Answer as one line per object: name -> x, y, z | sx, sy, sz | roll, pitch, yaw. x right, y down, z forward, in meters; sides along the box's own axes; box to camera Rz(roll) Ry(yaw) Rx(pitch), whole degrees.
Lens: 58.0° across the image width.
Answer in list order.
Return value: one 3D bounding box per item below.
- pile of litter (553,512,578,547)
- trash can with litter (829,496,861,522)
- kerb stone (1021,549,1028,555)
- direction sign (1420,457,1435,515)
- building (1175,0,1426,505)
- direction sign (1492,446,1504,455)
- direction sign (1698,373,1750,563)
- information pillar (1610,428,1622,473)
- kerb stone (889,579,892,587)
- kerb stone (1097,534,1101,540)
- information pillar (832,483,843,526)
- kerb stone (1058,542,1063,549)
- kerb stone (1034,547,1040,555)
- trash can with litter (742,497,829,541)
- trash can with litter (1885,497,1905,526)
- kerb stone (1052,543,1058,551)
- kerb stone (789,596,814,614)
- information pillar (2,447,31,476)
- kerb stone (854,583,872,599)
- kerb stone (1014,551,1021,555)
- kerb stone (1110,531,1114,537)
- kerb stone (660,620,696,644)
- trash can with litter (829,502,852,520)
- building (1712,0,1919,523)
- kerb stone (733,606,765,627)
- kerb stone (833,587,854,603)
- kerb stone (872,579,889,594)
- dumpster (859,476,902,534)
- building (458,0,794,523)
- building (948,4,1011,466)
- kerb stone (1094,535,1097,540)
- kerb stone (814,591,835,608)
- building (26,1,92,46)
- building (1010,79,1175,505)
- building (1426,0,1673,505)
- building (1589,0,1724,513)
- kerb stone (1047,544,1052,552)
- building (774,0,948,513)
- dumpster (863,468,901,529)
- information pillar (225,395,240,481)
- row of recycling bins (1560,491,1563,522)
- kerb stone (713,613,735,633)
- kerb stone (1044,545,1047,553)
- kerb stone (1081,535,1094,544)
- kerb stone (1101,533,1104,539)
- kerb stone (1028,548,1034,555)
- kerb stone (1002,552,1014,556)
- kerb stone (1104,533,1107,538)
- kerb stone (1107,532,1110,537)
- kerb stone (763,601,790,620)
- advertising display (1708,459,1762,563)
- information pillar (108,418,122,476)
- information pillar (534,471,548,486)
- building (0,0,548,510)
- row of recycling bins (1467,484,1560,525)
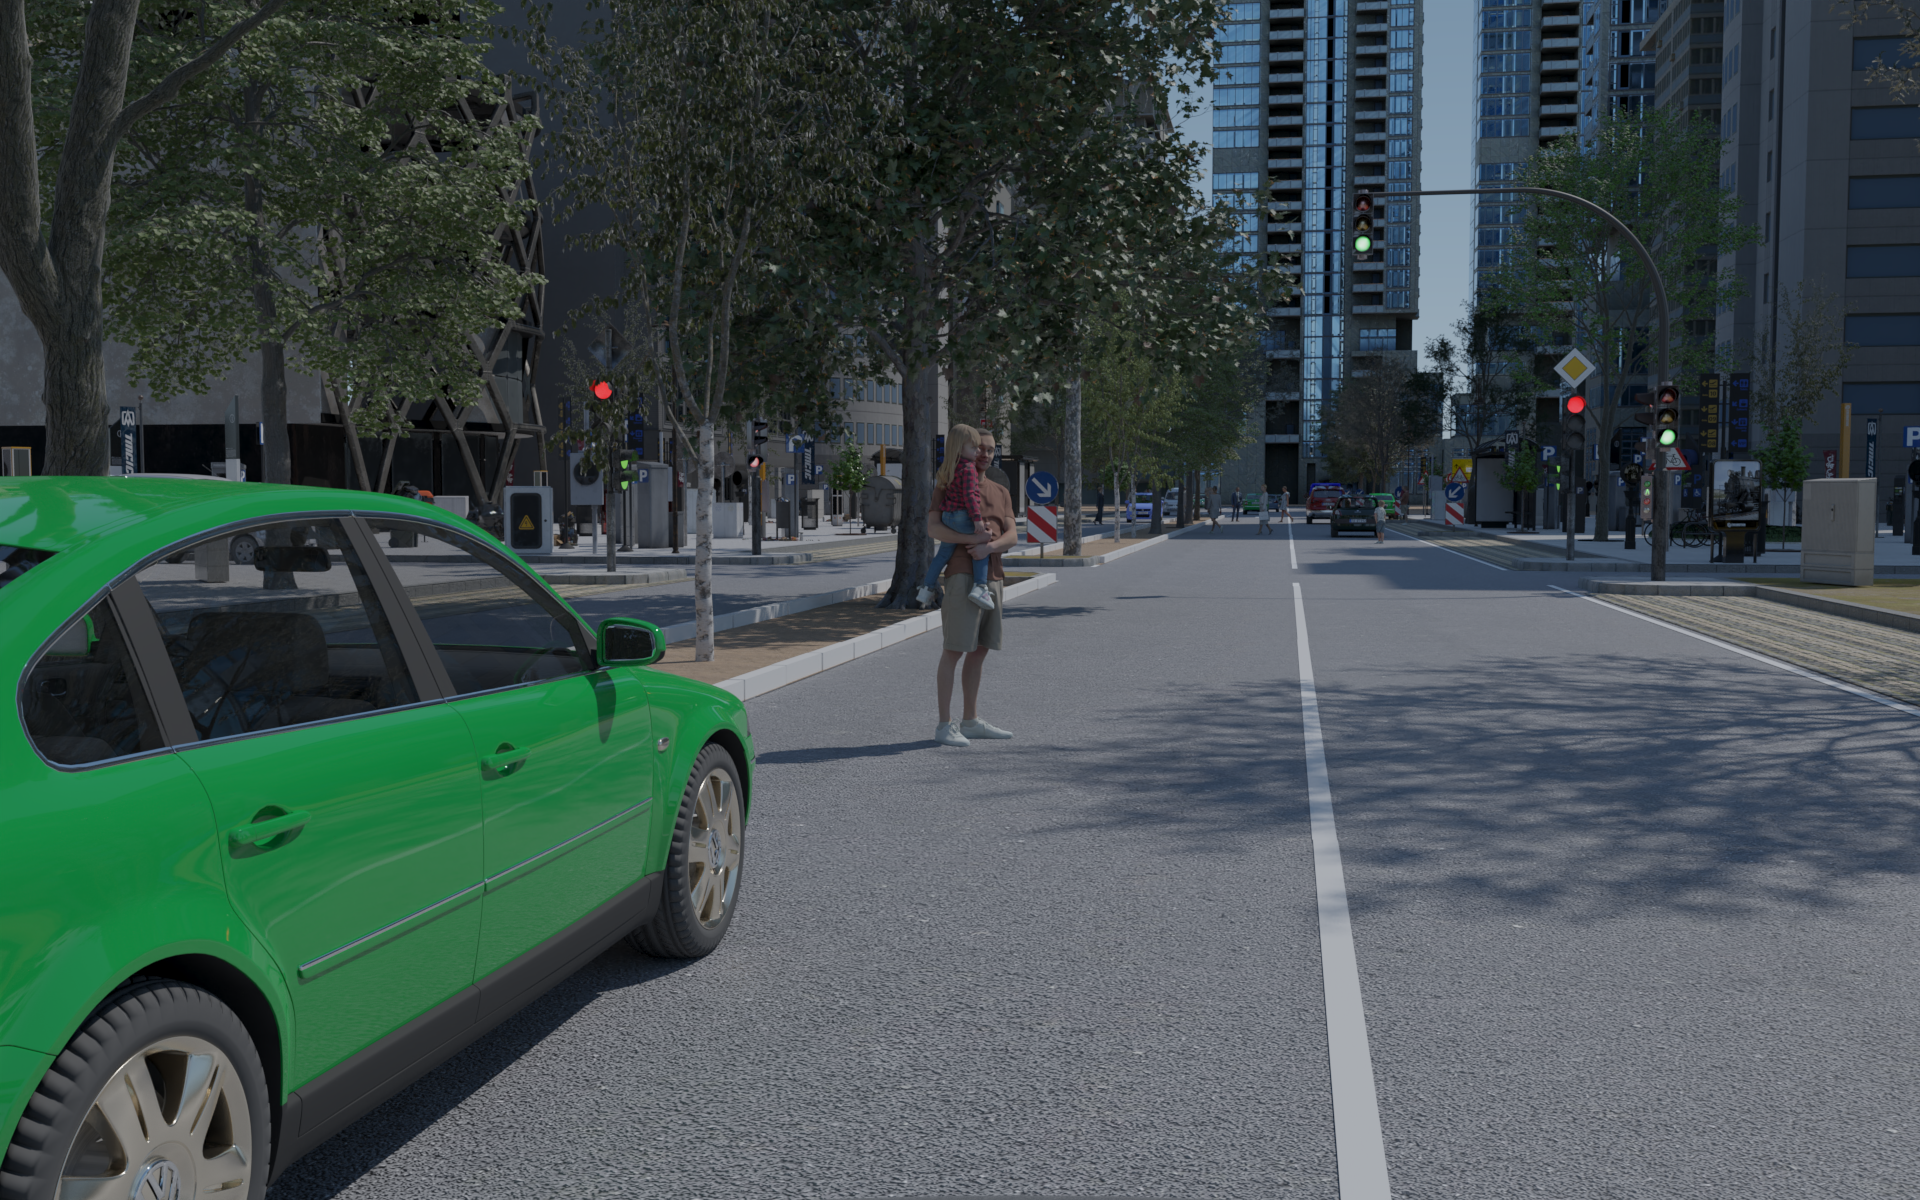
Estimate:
pile of litter -> -10.007, -1.776, 43.003 | 1.176, 0.858, 1.719 | 0, 4, 4
trash can with litter -> -5.691, -4.218, 80.026 | 1.678, 1.210, 2.233 | -3, 4, -38
kerb stone -> 1.322, -0.997, 38.564 | 0.120, 0.150, 1.000 | 1, 4, 11
direction sign -> 28.557, -6.961, 105.807 | 0.876, 3.537, 0.379 | 0, 4, 1
building -> 42.980, -55.034, 212.476 | 31.000, 86.520, 22.319 | 1, 4, 11
direction sign -> 25.259, -5.473, 81.486 | 0.876, 3.537, 0.379 | -2, 4, -31
direction sign -> 14.315, -2.478, 32.510 | 0.876, 3.537, 0.379 | 1, 4, 10
information pillar -> 23.410, -4.312, 61.857 | 0.183, 3.616, 0.504 | -1, 4, -22
kerb stone -> -1.042, -0.229, 25.964 | 0.120, 0.150, 1.000 | 1, 4, 11
kerb stone -> 4.171, -1.925, 53.667 | 0.120, 0.150, 1.000 | 1, 4, 11
information pillar -> -4.868, -3.929, 68.724 | 0.304, 2.012, 0.304 | 3, 4, 39
kerb stone -> 2.468, -1.365, 44.596 | 0.120, 0.150, 1.000 | 1, 4, 11
kerb stone -> 1.706, -1.124, 40.573 | 0.120, 0.150, 1.000 | 1, 4, 11
trash can with litter -> -5.059, -2.243, 47.738 | 2.233, 1.210, 1.678 | 3, 5, 42
trash can with litter -> 37.584, -3.538, 69.237 | 1.055, 1.170, 0.624 | 2, 4, 28
kerb stone -> 2.276, -1.309, 43.591 | 0.120, 0.150, 1.000 | 1, 4, 11
kerb stone -> -1.989, 0.078, 20.928 | 0.120, 0.150, 1.000 | 1, 4, 11
information pillar -> -14.789, -1.389, 27.200 | 0.304, 2.012, 0.304 | 2, 4, 35
kerb stone -> -1.426, -0.106, 23.950 | 0.120, 0.150, 1.000 | 1, 4, 11
kerb stone -> 1.134, -0.940, 37.559 | 0.120, 0.150, 1.000 | 1, 4, 11
kerb stone -> 4.939, -2.169, 57.704 | 0.120, 0.150, 1.000 | 1, 4, 11
kerb stone -> -2.752, 0.324, 16.896 | 0.120, 0.150, 1.000 | 1, 4, 11
trash can with litter -> -5.900, -4.535, 85.529 | 1.055, 1.170, 0.624 | -3, 4, -37
building -> 50.203, -33.353, 87.318 | 21.231, 58.520, 28.212 | 1, 4, 11
kerb stone -> -2.369, 0.200, 18.920 | 0.120, 0.150, 1.000 | 1, 4, 11
kerb stone -> -1.613, -0.043, 22.945 | 0.120, 0.150, 1.000 | 1, 4, 11
kerb stone -> -1.230, -0.169, 24.955 | 0.120, 0.150, 1.000 | 1, 4, 11
dumpster -> -2.504, -3.093, 56.335 | 1.264, 1.857, 1.865 | 1, 4, 11
building -> -18.192, -17.996, 87.734 | 14.314, 27.812, 24.014 | 1, 4, 11
building -> -7.186, -33.131, 165.400 | 21.600, 48.544, 21.300 | 1, 4, 11
kerb stone -> 3.983, -1.863, 52.662 | 0.120, 0.150, 1.000 | 1, 4, 11
kerb stone -> -1.808, 0.024, 21.942 | 0.120, 0.150, 1.000 | 1, 4, 11
building -> -53.775, -16.155, 68.653 | 34.151, 26.468, 19.350 | 1, 4, 11
building -> 14.832, -38.705, 222.063 | 27.495, 52.752, 28.713 | 1, 4, 11
building -> 73.360, -54.656, 206.301 | 31.000, 86.520, 22.319 | 1, 4, 11
building -> 61.862, -26.153, 119.483 | 32.217, 40.220, 23.993 | 1, 4, 11
kerb stone -> 2.085, -1.243, 42.587 | 0.120, 0.150, 1.000 | 1, 4, 11
building -> -13.887, -35.841, 127.999 | 21.231, 58.520, 28.212 | 1, 4, 11
dumpster -> -2.818, -3.816, 64.889 | 1.502, 2.255, 1.985 | 1, 4, 11
information pillar -> -17.234, -3.041, 41.081 | 0.504, 3.616, 0.183 | 3, 4, 37
row of recycling bins -> 27.665, -4.481, 80.383 | 1.069, 1.692, 3.534 | 0, 4, -7
kerb stone -> -2.570, 0.262, 17.918 | 0.120, 0.150, 1.000 | 1, 4, 11
kerb stone -> 1.891, -1.186, 41.583 | 0.120, 0.150, 1.000 | 1, 4, 11
kerb stone -> 3.802, -1.802, 51.656 | 0.120, 0.150, 1.000 | 1, 4, 11
kerb stone -> 4.364, -1.987, 54.684 | 0.120, 0.150, 1.000 | 1, 4, 11
kerb stone -> 1.511, -1.063, 39.569 | 0.120, 0.150, 1.000 | 1, 4, 11
kerb stone -> 0.943, -0.878, 36.555 | 0.120, 0.150, 1.000 | 1, 4, 11
kerb stone -> 4.550, -2.049, 55.689 | 0.120, 0.150, 1.000 | 1, 4, 11
kerb stone -> 4.733, -2.110, 56.695 | 0.120, 0.150, 1.000 | 1, 4, 11
kerb stone -> -2.184, 0.139, 19.925 | 0.120, 0.150, 1.000 | 1, 4, 11
advertising display -> 14.358, -1.645, 32.103 | 0.974, 1.923, 0.123 | 0, 4, -6
information pillar -> -24.879, -3.661, 51.216 | 0.183, 3.616, 0.504 | 2, 4, 34
information pillar -> -13.247, -3.075, 54.761 | 0.304, 2.012, 0.304 | 2, 4, 31
building -> -23.991, -11.902, 62.045 | 16.820, 18.784, 16.811 | 1, 4, 11
row of recycling bins -> 23.238, -4.028, 72.974 | 3.534, 1.692, 1.069 | 1, 4, 11
